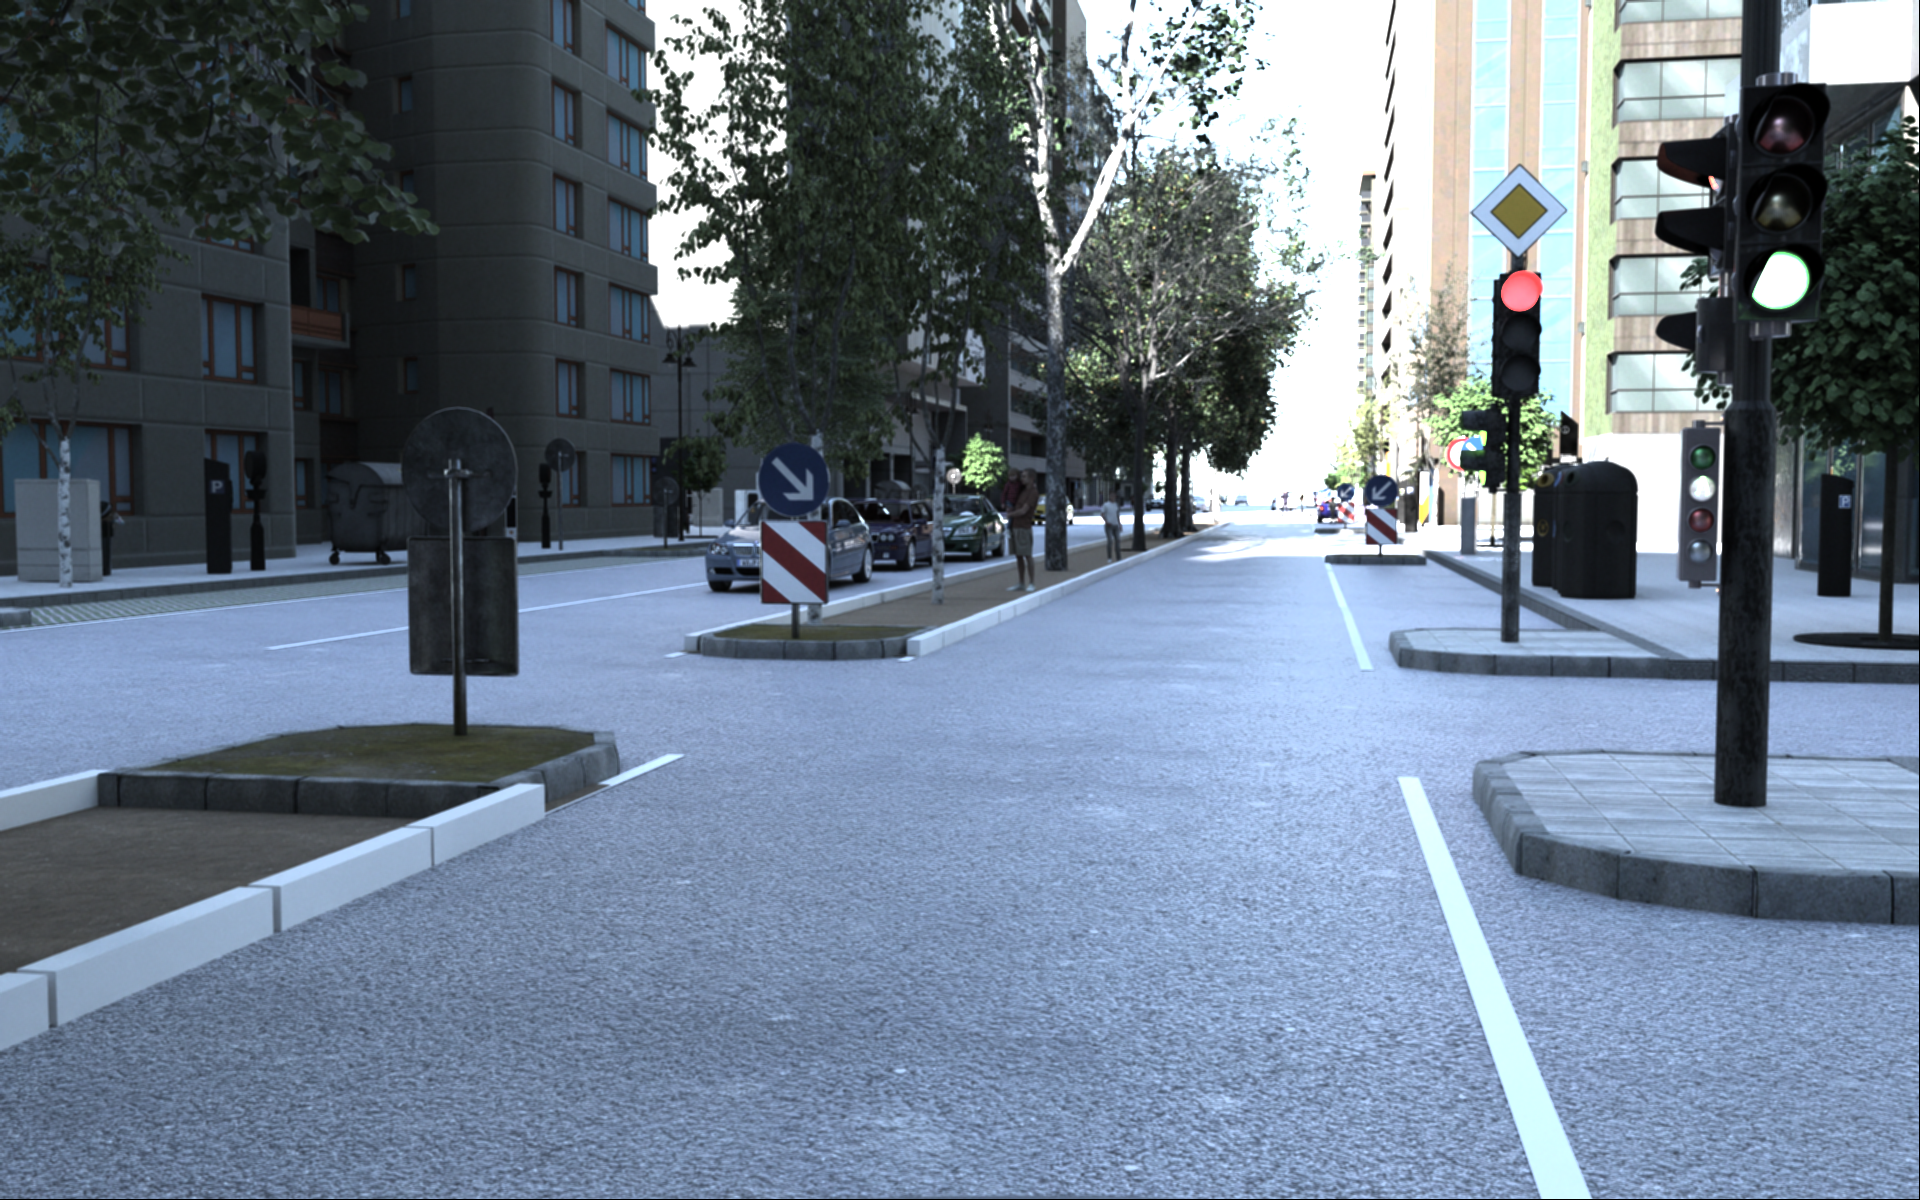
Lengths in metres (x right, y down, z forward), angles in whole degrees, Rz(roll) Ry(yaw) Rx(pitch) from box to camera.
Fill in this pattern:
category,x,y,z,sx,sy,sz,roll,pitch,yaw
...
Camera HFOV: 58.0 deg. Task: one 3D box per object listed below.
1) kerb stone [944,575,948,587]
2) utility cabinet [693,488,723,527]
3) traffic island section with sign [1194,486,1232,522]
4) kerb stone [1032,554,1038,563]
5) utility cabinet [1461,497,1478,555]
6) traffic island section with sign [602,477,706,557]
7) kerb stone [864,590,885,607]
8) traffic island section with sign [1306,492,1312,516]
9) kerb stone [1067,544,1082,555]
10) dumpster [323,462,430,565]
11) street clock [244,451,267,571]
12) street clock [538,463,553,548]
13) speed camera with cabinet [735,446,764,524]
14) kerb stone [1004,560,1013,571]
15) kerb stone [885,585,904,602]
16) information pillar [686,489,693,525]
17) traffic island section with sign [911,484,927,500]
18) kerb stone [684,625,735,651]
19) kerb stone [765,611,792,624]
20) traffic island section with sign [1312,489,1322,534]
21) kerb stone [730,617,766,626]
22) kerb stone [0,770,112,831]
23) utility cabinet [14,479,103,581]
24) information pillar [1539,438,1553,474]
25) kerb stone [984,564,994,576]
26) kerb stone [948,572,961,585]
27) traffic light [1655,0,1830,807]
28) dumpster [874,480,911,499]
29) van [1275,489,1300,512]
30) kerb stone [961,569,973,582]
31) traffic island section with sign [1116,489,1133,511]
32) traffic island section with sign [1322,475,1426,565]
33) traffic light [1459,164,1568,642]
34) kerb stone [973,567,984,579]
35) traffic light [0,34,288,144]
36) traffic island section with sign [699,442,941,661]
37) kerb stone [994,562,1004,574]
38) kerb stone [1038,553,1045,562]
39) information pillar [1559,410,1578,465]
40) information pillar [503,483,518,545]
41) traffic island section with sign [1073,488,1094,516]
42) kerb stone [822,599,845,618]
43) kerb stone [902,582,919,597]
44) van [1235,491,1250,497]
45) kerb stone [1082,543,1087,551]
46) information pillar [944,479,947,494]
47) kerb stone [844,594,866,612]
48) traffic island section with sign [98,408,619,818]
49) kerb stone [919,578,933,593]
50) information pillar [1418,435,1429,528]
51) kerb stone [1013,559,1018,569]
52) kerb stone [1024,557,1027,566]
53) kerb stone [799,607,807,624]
category,x,y,z,sx,sy,sz,roll,pitch,yaw
kerb stone,-0.372,-0.248,26.250,0.120,0.150,1.000,1,4,11
utility cabinet,-9.813,-3.594,67.446,1.173,1.500,0.318,2,4,24
traffic island section with sign,13.168,-4.984,89.631,2.006,1.907,1.989,1,4,11
kerb stone,1.403,-0.799,35.301,0.120,0.150,1.000,1,4,11
utility cabinet,10.877,-1.581,37.014,0.306,1.237,1.020,1,4,19
traffic island section with sign,-6.975,-1.923,40.062,1.989,1.847,2.006,1,4,11
kerb stone,-1.172,-0.002,22.231,0.120,0.150,1.000,1,4,11
traffic island section with sign,23.762,-6.381,112.956,1.989,1.847,2.006,1,4,11
kerb stone,2.793,-1.232,42.344,0.120,0.150,1.000,1,4,11
dumpster,-10.719,-1.600,31.922,1.264,1.857,1.865,1,4,11
street clock,-11.799,-1.497,29.050,0.358,2.002,0.471,-3,4,-39
street clock,-9.790,-2.223,40.910,0.358,2.002,0.471,0,4,-8
speed camera with cabinet,-8.261,-4.635,70.124,0.660,3.252,2.038,2,4,31
kerb stone,0.807,-0.616,32.281,0.120,0.150,1.000,1,4,11
kerb stone,-0.961,-0.064,23.235,0.120,0.150,1.000,1,4,11
information pillar,-11.132,-4.114,71.753,0.304,2.012,0.304,1,4,22
traffic island section with sign,-1.645,-3.578,67.126,1.989,1.847,2.006,1,4,11
kerb stone,-2.351,0.368,16.211,0.120,0.150,1.000,1,4,11
kerb stone,-1.961,0.245,18.217,0.120,0.150,1.000,1,4,11
traffic island section with sign,13.980,-3.345,63.324,1.989,1.847,2.006,1,4,11
kerb stone,-2.161,0.305,17.215,0.120,0.150,1.000,1,4,11
kerb stone,-4.063,0.895,7.565,0.120,0.150,1.000,1,4,11
utility cabinet,-13.146,-1.015,25.279,1.173,1.500,0.318,1,4,10
information pillar,22.140,-4.536,65.526,0.504,3.616,0.183,0,4,-6
kerb stone,0.412,-0.494,30.274,0.120,0.150,1.000,1,4,11
kerb stone,-0.183,-0.308,27.265,0.120,0.150,1.000,1,4,11
traffic light,1.148,-2.000,7.363,4.771,5.953,1.251,1,4,11
dumpster,-2.833,-4.064,72.199,1.264,1.857,1.865,1,4,11
van,26.916,-8.282,142.428,2.013,2.044,4.112,1,4,11
kerb stone,0.015,-0.371,28.267,0.120,0.150,1.000,1,4,11
traffic island section with sign,13.199,-8.189,142.525,1.989,1.847,2.006,1,4,11
traffic island section with sign,8.605,-1.673,35.978,1.989,1.847,2.006,1,4,11
traffic light,4.760,-1.591,14.935,0.839,4.253,0.868,1,4,11
kerb stone,0.220,-0.433,29.269,0.120,0.150,1.000,1,4,11
traffic light,-9.178,-2.631,17.690,4.771,5.953,1.251,1,4,11
traffic island section with sign,-1.341,-0.475,15.901,2.006,1.907,1.989,1,4,11
kerb stone,0.613,-0.555,31.276,0.120,0.150,1.000,1,4,11
kerb stone,1.605,-0.861,36.311,0.120,0.150,1.000,1,4,11
information pillar,16.833,-3.463,47.976,0.504,3.616,0.183,2,4,27
information pillar,-11.101,-2.339,42.734,0.304,2.012,0.304,-1,4,-23
traffic island section with sign,7.920,-6.552,115.755,1.989,1.847,2.006,1,4,11
kerb stone,-1.557,0.125,20.224,0.120,0.150,1.000,1,4,11
kerb stone,-0.771,-0.125,24.246,0.120,0.150,1.000,1,4,11
van,39.088,-14.218,239.470,2.013,2.044,4.112,1,4,12
kerb stone,2.992,-1.294,43.348,0.120,0.150,1.000,1,4,11
information pillar,-0.823,-4.732,81.865,0.304,2.012,0.304,-3,4,-37
kerb stone,-1.371,0.065,21.229,0.120,0.150,1.000,1,4,11
traffic island section with sign,-2.781,-0.030,8.635,2.006,1.907,1.989,1,4,11
kerb stone,-0.578,-0.186,25.249,0.120,0.150,1.000,1,4,11
information pillar,17.759,-4.578,66.212,0.183,3.616,0.504,3,5,44
kerb stone,1.009,-0.678,33.292,0.120,0.150,1.000,1,4,11
kerb stone,1.211,-0.740,34.294,0.120,0.150,1.000,1,4,11
kerb stone,-1.763,0.182,19.222,0.120,0.150,1.000,1,4,11
